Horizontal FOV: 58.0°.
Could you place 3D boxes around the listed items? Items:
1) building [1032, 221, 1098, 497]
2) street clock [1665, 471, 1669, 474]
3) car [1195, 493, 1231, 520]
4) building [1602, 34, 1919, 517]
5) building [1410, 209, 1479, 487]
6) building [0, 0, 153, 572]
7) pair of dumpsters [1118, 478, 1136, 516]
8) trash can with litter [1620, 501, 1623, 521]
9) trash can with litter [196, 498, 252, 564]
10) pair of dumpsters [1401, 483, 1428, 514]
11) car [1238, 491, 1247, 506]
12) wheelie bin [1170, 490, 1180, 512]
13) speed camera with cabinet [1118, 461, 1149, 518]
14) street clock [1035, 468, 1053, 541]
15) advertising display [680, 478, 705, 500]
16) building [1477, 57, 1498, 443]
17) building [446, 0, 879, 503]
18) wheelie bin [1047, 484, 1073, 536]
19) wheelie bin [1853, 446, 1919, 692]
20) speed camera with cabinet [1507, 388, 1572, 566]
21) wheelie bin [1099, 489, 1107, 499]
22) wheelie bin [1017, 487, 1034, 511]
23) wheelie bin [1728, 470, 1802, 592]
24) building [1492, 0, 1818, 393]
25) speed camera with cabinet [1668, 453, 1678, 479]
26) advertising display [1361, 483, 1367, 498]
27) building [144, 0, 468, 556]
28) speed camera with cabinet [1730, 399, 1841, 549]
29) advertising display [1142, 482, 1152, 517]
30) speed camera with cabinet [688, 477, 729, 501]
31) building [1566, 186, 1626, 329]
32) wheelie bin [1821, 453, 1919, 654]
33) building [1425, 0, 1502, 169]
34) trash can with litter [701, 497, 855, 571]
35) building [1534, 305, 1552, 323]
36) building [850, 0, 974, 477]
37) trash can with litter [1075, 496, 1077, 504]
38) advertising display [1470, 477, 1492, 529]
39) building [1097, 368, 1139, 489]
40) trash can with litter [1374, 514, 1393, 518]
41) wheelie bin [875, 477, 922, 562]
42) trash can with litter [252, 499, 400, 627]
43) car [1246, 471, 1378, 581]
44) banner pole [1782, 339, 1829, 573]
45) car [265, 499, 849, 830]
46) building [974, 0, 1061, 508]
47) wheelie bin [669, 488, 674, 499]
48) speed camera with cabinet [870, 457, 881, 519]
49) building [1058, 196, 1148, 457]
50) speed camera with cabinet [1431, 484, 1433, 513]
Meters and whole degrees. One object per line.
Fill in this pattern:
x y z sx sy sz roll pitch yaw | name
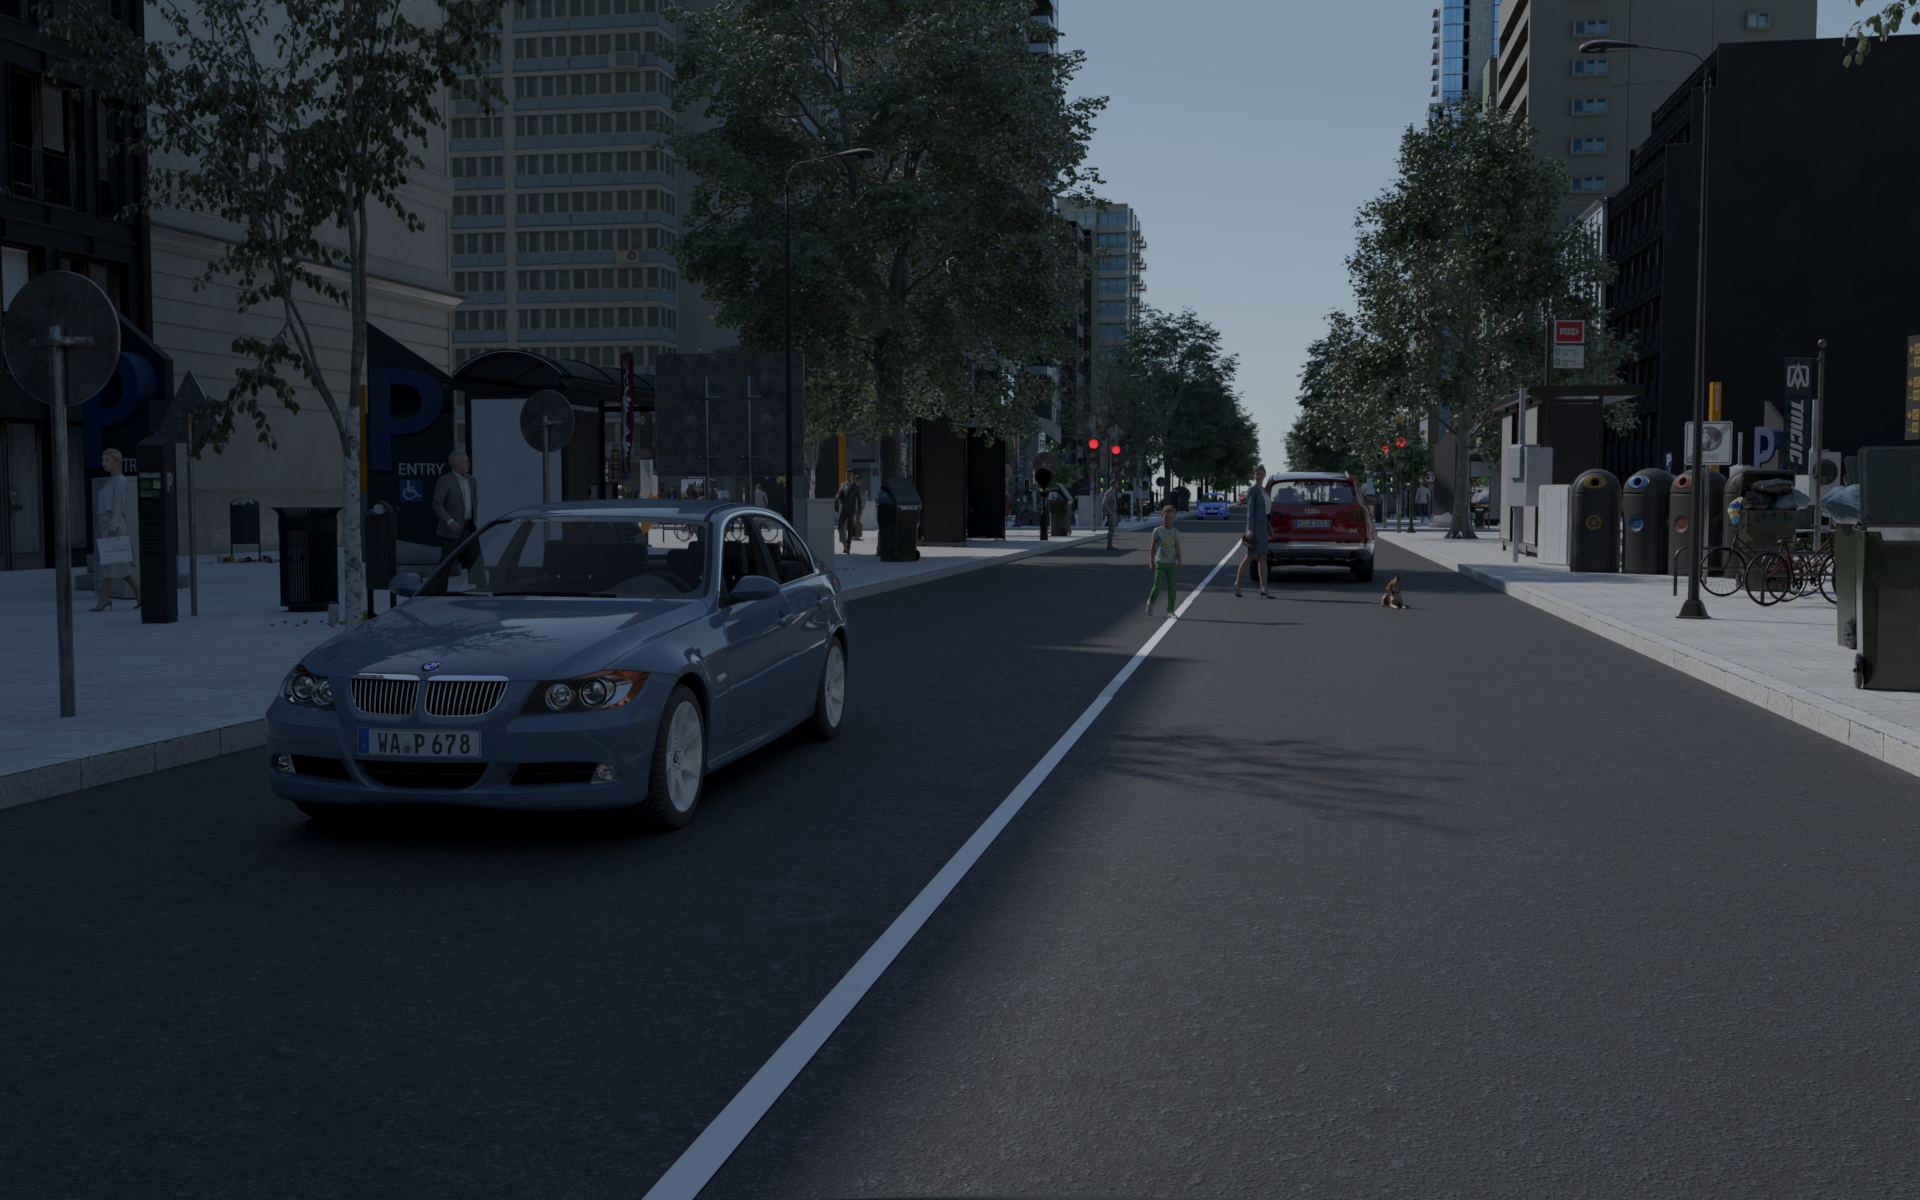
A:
6.600 -25.127 182.532 14.160 30.474 14.107 1 4 11 | building
21.758 -3.006 53.723 0.471 2.002 0.358 -3 4 -36 | street clock
14.052 -5.286 96.013 1.945 1.707 3.694 1 4 11 | car
42.429 -16.086 92.686 12.332 23.373 15.834 1 4 11 | building
73.308 -36.905 253.509 14.600 45.320 14.200 1 4 11 | building
-22.440 -11.946 24.998 12.332 23.373 15.834 1 4 11 | building
9.668 -5.999 100.580 1.574 2.255 4.437 1 4 10 | pair of dumpsters
25.615 -3.472 68.154 1.055 1.170 0.624 -2 4 -25 | trash can with litter
-13.033 -1.312 32.504 2.233 1.210 1.678 0 4 -8 | trash can with litter
28.014 -6.390 106.963 1.574 2.255 4.437 1 4 10 | pair of dumpsters
35.450 -12.541 213.713 2.281 1.827 5.304 1 4 10 | car
15.016 -6.930 121.209 0.693 1.594 0.980 1 4 15 | wheelie bin
9.209 -6.045 93.163 2.038 3.252 0.660 -2 4 -31 | speed camera with cabinet
2.317 -2.641 47.745 0.471 2.002 0.358 1 4 21 | street clock
-10.695 -3.915 69.218 0.974 1.923 0.123 0 4 5 | advertising display
56.495 -29.429 164.754 14.154 41.232 14.086 1 4 11 | building
-19.748 -25.065 101.701 32.217 40.220 23.993 1 4 11 | building
3.034 -2.739 52.684 0.693 1.594 0.980 1 4 17 | wheelie bin
6.248 -0.217 11.449 0.980 1.594 0.693 1 4 23 | wheelie bin
10.797 -2.282 31.639 0.660 3.252 2.038 -1 4 -14 | speed camera with cabinet
9.111 -6.313 111.119 0.980 1.594 0.693 2 4 34 | wheelie bin
2.838 -4.131 75.443 0.693 1.594 0.980 -1 4 -14 | wheelie bin
10.716 -0.919 22.926 0.980 1.594 0.693 1 4 14 | wheelie bin
57.083 -31.886 145.043 21.300 48.544 21.600 1 4 11 | building
33.162 -5.397 82.576 2.038 3.252 0.660 0 4 3 | speed camera with cabinet
22.730 -5.605 96.850 0.123 1.923 0.974 -1 4 -23 | advertising display
-29.138 -12.786 42.340 30.059 22.955 16.112 1 4 11 | building
17.210 -2.553 36.081 2.038 3.252 0.660 0 4 -4 | speed camera with cabinet
10.212 -5.505 95.216 0.123 1.923 0.974 -2 4 -28 | advertising display
-12.148 -5.465 83.694 2.038 3.252 0.660 2 4 29 | speed camera with cabinet
43.787 -15.943 109.816 9.793 20.994 18.267 1 4 11 | building
7.660 -0.399 14.426 0.980 1.594 0.693 1 4 8 | wheelie bin
82.224 -58.769 273.541 22.319 86.520 31.000 1 4 11 | building
-3.024 -1.110 29.204 2.233 1.210 1.678 2 4 30 | trash can with litter
48.606 -16.649 126.964 10.420 20.320 16.860 1 4 11 | building
-7.645 -42.264 129.273 20.563 71.187 20.611 1 4 11 | building
9.374 -7.689 137.100 1.055 1.170 0.624 3 4 37 | trash can with litter
19.214 -3.591 63.934 0.123 1.923 0.974 -2 4 -30 | advertising display
11.760 -25.176 256.665 27.650 21.520 28.899 1 4 11 | building
23.061 -5.077 94.391 1.055 1.170 0.624 1 4 18 | trash can with litter
-1.203 -1.528 32.890 0.980 1.594 0.693 -3 5 -43 | wheelie bin
-5.531 -0.349 16.770 1.678 1.210 2.233 -3 5 -44 | trash can with litter
6.110 -1.311 30.112 2.281 1.827 5.304 1 4 11 | car
13.705 -2.328 28.080 0.863 3.779 0.401 0 4 -5 | banner pole
-1.779 0.183 9.019 2.014 1.417 4.499 1 4 9 | car
-1.673 -51.742 158.649 22.319 86.520 31.000 1 4 11 | building
-20.190 -6.726 117.885 0.980 1.594 0.693 -1 4 -23 | wheelie bin
-4.181 -5.691 87.391 0.660 3.252 2.038 0 4 1 | speed camera with cabinet
19.026 -40.684 284.793 23.786 49.044 30.456 1 4 11 | building
32.381 -7.409 115.473 2.038 3.252 0.660 1 4 13 | speed camera with cabinet
